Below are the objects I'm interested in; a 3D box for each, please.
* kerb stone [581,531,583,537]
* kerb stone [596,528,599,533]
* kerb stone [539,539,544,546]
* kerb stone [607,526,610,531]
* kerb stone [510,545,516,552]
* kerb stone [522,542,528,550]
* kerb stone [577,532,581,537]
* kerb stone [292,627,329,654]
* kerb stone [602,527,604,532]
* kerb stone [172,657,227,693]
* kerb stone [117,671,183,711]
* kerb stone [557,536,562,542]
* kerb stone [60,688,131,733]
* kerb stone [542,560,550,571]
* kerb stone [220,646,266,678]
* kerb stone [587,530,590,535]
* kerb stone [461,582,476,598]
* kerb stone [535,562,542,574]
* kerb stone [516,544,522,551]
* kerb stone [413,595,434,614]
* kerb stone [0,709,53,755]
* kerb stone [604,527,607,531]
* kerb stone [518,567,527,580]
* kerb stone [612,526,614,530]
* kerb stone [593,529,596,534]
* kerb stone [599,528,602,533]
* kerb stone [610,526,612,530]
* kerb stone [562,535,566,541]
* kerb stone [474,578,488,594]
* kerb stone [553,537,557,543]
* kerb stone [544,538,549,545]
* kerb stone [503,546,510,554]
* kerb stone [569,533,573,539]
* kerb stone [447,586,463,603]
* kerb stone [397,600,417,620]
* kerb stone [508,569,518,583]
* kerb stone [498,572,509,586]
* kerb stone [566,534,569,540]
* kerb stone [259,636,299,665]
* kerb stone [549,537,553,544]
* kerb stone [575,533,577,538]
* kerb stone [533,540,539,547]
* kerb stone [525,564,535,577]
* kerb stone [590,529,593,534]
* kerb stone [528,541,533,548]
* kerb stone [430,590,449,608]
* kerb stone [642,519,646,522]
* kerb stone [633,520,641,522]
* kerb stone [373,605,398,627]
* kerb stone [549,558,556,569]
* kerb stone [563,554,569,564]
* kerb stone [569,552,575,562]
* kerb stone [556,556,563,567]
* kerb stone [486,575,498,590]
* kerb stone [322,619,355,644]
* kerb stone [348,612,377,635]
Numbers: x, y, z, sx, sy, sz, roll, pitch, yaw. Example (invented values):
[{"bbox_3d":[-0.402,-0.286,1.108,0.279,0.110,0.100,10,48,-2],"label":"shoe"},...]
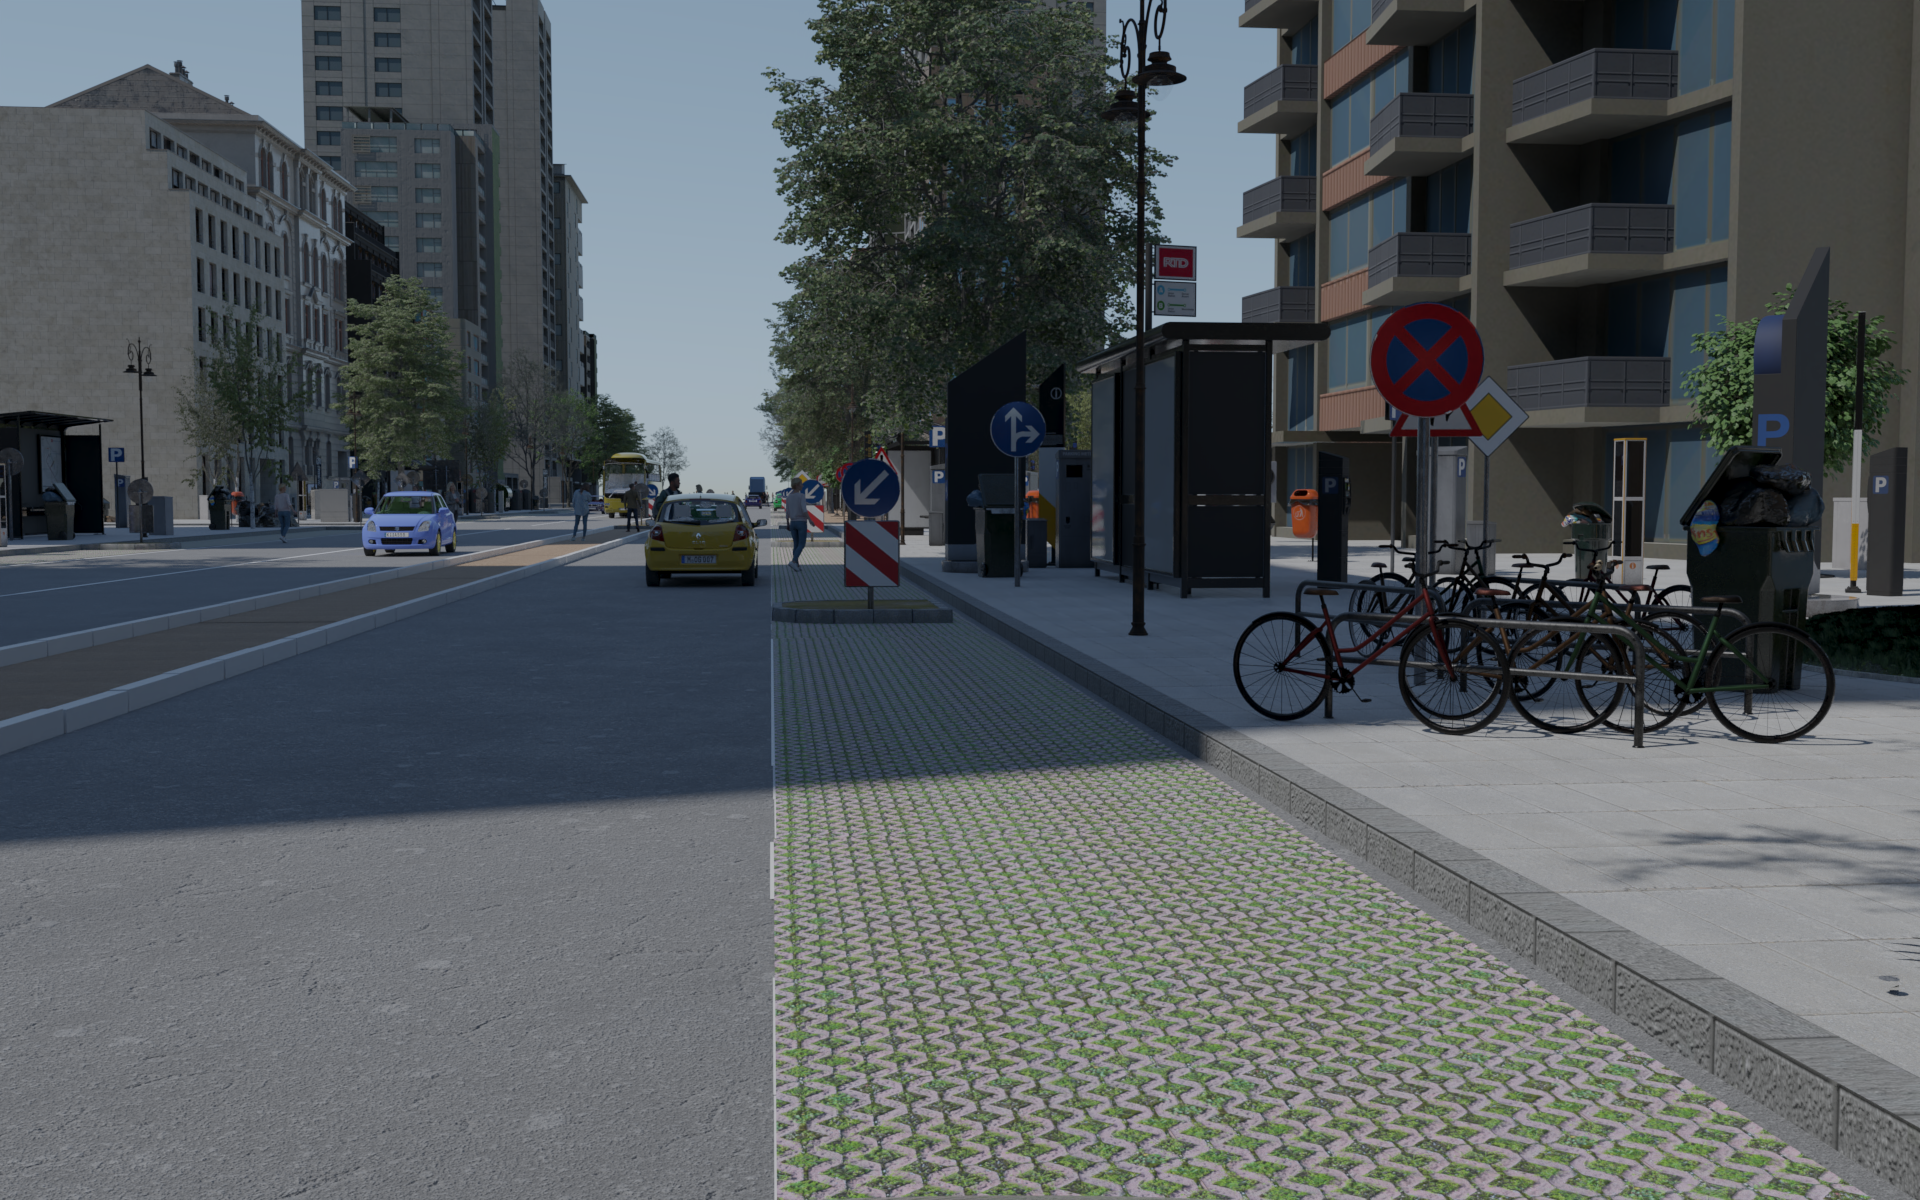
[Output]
[{"bbox_3d":[-12.690,-2.160,57.519,0.120,0.150,1.000,0,4,-6],"label":"kerb stone"},{"bbox_3d":[-13.248,-2.473,62.631,0.120,0.150,1.000,0,4,-6],"label":"kerb stone"},{"bbox_3d":[-11.572,-1.538,47.334,0.120,0.150,1.000,0,4,-6],"label":"kerb stone"},{"bbox_3d":[-13.699,-2.719,66.704,0.120,0.150,1.000,0,4,-6],"label":"kerb stone"},{"bbox_3d":[-11.022,-1.225,42.218,0.120,0.150,1.000,0,4,-6],"label":"kerb stone"},{"bbox_3d":[-11.241,-1.343,44.254,0.120,0.150,1.000,0,4,-6],"label":"kerb stone"},{"bbox_3d":[-12.579,-2.098,56.500,0.120,0.150,1.000,0,4,-6],"label":"kerb stone"},{"bbox_3d":[-6.035,0.383,15.966,0.120,0.150,1.000,0,4,-6],"label":"kerb stone"},{"bbox_3d":[-13.480,-2.598,64.670,0.120,0.150,1.000,0,4,-6],"label":"kerb stone"},{"bbox_3d":[-5.703,0.569,12.902,0.120,0.150,1.000,0,4,-6],"label":"kerb stone"},{"bbox_3d":[-5.583,0.634,11.887,0.120,0.150,1.000,0,4,-6],"label":"kerb stone"},{"bbox_3d":[-12.019,-1.786,51.398,0.120,0.150,1.000,0,4,-6],"label":"kerb stone"},{"bbox_3d":[-5.467,0.701,10.867,0.120,0.150,1.000,0,4,-6],"label":"kerb stone"},{"bbox_3d":[-7.813,-0.614,32.267,0.120,0.150,1.000,0,4,-6],"label":"kerb stone"},{"bbox_3d":[-5.811,0.506,13.921,0.120,0.150,1.000,0,4,-6],"label":"kerb stone"},{"bbox_3d":[-12.918,-2.285,59.561,0.120,0.150,1.000,0,4,-6],"label":"kerb stone"},{"bbox_3d":[-6.920,-0.117,24.105,0.120,0.150,1.000,0,4,-6],"label":"kerb stone"},{"bbox_3d":[-7.708,-0.554,31.250,0.120,0.150,1.000,0,4,-6],"label":"kerb stone"},{"bbox_3d":[-11.124,-1.286,43.238,0.120,0.150,1.000,0,4,-6],"label":"kerb stone"},{"bbox_3d":[-6.590,0.070,21.056,0.120,0.150,1.000,0,4,-6],"label":"kerb stone"},{"bbox_3d":[-5.363,0.755,9.849,0.120,0.150,1.000,0,4,-6],"label":"kerb stone"},{"bbox_3d":[-13.588,-2.660,65.688,0.120,0.150,1.000,0,4,-6],"label":"kerb stone"},{"bbox_3d":[-7.482,-0.428,29.211,0.120,0.150,1.000,0,4,-6],"label":"kerb stone"},{"bbox_3d":[-13.916,-2.845,68.747,0.120,0.150,1.000,0,4,-6],"label":"kerb stone"},{"bbox_3d":[-13.144,-2.411,61.613,0.120,0.150,1.000,0,4,-6],"label":"kerb stone"},{"bbox_3d":[-13.354,-2.536,63.656,0.120,0.150,1.000,0,4,-6],"label":"kerb stone"},{"bbox_3d":[-13.808,-2.785,67.724,0.120,0.150,1.000,0,4,-6],"label":"kerb stone"},{"bbox_3d":[-12.135,-1.848,52.414,0.120,0.150,1.000,0,4,-6],"label":"kerb stone"},{"bbox_3d":[-7.031,-0.179,25.121,0.120,0.150,1.000,0,4,-6],"label":"kerb stone"},{"bbox_3d":[-11.917,-1.724,50.381,0.120,0.150,1.000,0,4,-6],"label":"kerb stone"},{"bbox_3d":[-11.683,-1.599,48.350,0.120,0.150,1.000,0,4,-6],"label":"kerb stone"},{"bbox_3d":[-10.908,-1.159,41.202,0.120,0.150,1.000,0,4,-6],"label":"kerb stone"},{"bbox_3d":[-12.346,-1.970,54.448,0.120,0.150,1.000,0,4,-6],"label":"kerb stone"},{"bbox_3d":[-6.812,-0.055,23.089,0.120,0.150,1.000,0,4,-6],"label":"kerb stone"},{"bbox_3d":[-6.474,0.132,20.040,0.120,0.150,1.000,0,4,-6],"label":"kerb stone"},{"bbox_3d":[-7.369,-0.367,28.191,0.120,0.150,1.000,0,4,-6],"label":"kerb stone"},{"bbox_3d":[-7.258,-0.304,27.168,0.120,0.150,1.000,0,4,-6],"label":"kerb stone"},{"bbox_3d":[-12.246,-1.910,53.431,0.120,0.150,1.000,0,4,-6],"label":"kerb stone"},{"bbox_3d":[-5.924,0.449,14.938,0.120,0.150,1.000,0,4,-6],"label":"kerb stone"},{"bbox_3d":[-11.800,-1.662,49.365,0.120,0.150,1.000,0,4,-6],"label":"kerb stone"},{"bbox_3d":[-12.469,-2.031,55.483,0.120,0.150,1.000,0,4,-6],"label":"kerb stone"},{"bbox_3d":[-11.459,-1.475,46.318,0.120,0.150,1.000,0,4,-6],"label":"kerb stone"},{"bbox_3d":[-7.589,-0.491,30.229,0.120,0.150,1.000,0,4,-6],"label":"kerb stone"},{"bbox_3d":[-13.028,-2.348,60.586,0.120,0.150,1.000,0,4,-6],"label":"kerb stone"},{"bbox_3d":[-11.349,-1.412,45.285,0.120,0.150,1.000,0,4,-6],"label":"kerb stone"},{"bbox_3d":[-6.704,0.008,22.072,0.120,0.150,1.000,0,4,-6],"label":"kerb stone"},{"bbox_3d":[-15.860,-3.936,86.551,0.120,0.150,1.000,0,4,-6],"label":"kerb stone"},{"bbox_3d":[-15.531,-3.748,83.499,0.120,0.150,1.000,0,4,-6],"label":"kerb stone"},{"bbox_3d":[-6.367,0.196,19.023,0.120,0.150,1.000,0,4,-6],"label":"kerb stone"},{"bbox_3d":[-7.928,-0.675,33.283,0.120,0.150,1.000,0,4,-6],"label":"kerb stone"},{"bbox_3d":[-8.150,-0.803,35.317,0.120,0.150,1.000,0,4,-6],"label":"kerb stone"},{"bbox_3d":[-8.253,-0.863,36.339,0.120,0.150,1.000,0,4,-6],"label":"kerb stone"},{"bbox_3d":[-8.040,-0.740,34.299,0.120,0.150,1.000,0,4,-6],"label":"kerb stone"},{"bbox_3d":[-7.152,-0.242,26.152,0.120,0.150,1.000,0,4,-6],"label":"kerb stone"},{"bbox_3d":[-6.144,0.319,16.986,0.120,0.150,1.000,0,4,-6],"label":"kerb stone"},{"bbox_3d":[-6.259,0.257,18.002,0.120,0.150,1.000,0,4,-6],"label":"kerb stone"}]
